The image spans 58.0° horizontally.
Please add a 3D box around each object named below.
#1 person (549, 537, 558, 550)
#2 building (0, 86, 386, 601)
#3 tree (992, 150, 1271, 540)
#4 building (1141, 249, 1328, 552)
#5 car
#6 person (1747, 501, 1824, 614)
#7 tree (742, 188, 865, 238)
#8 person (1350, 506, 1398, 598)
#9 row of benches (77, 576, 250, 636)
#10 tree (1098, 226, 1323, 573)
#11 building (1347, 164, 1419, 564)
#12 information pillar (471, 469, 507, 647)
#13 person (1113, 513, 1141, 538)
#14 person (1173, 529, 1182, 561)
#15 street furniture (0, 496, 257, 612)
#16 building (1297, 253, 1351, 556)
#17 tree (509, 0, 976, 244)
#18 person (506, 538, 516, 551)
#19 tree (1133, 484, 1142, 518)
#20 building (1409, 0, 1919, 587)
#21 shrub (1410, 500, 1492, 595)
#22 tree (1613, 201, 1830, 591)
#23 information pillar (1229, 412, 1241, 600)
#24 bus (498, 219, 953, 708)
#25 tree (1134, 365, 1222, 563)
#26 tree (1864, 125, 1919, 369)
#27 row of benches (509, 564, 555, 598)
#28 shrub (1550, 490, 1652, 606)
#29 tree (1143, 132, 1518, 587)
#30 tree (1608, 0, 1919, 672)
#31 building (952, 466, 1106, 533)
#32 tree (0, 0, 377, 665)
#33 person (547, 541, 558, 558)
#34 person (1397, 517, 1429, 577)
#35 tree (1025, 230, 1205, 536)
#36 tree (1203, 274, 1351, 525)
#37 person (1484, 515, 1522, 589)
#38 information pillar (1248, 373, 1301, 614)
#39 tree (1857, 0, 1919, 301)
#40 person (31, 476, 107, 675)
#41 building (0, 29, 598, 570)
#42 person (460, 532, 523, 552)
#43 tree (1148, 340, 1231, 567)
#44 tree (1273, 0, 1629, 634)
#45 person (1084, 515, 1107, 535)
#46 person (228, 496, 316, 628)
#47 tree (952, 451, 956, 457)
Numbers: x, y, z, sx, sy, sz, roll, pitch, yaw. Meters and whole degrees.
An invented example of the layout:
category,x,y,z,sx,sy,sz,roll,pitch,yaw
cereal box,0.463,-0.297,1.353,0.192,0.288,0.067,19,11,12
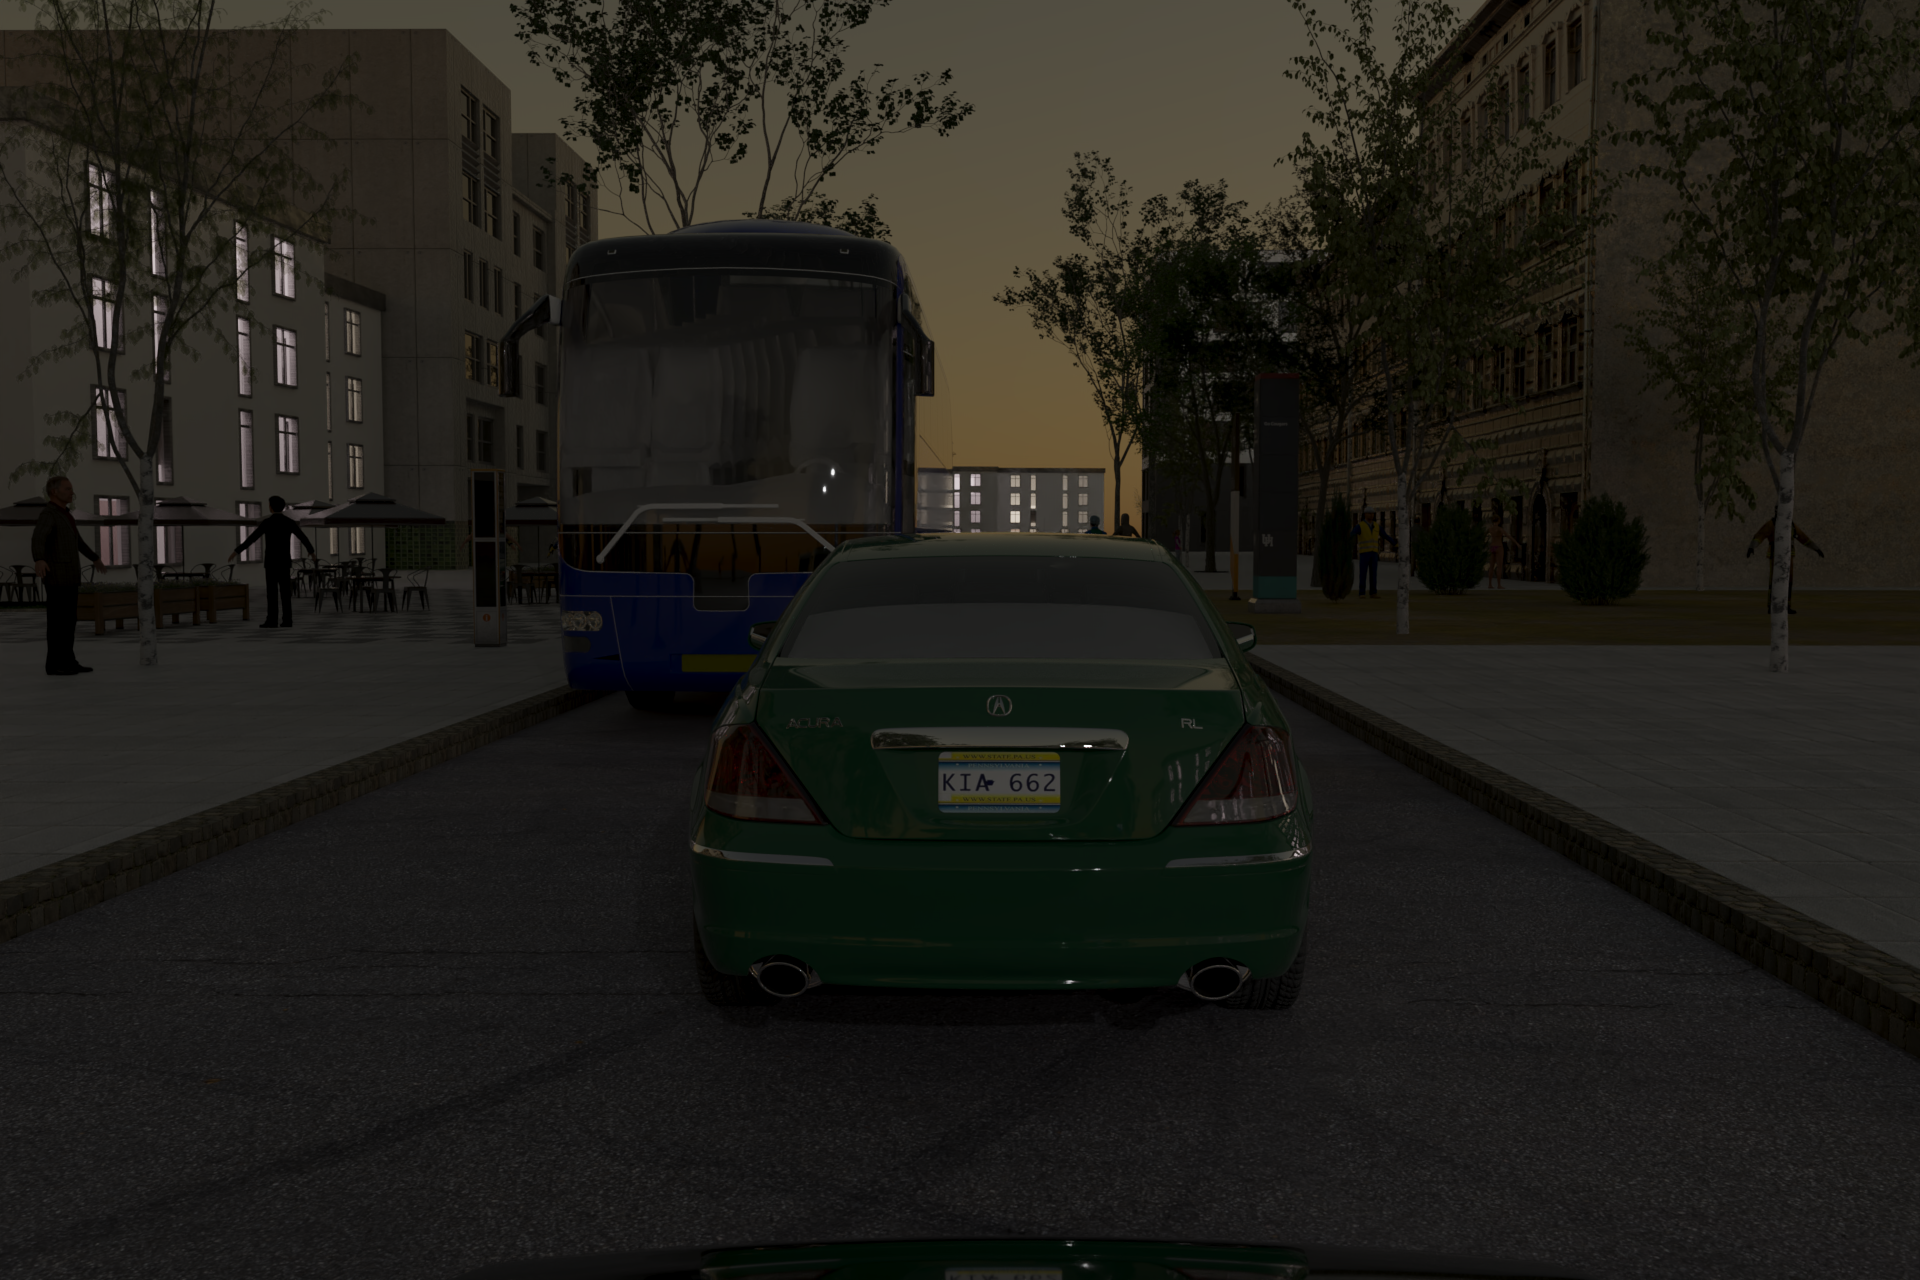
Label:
category,x,y,z,sx,sy,sz,roll,pitch,yaw
person,-8.932,-2.123,40.486,1.354,1.856,0.705,-1,4,-19
building,-21.442,-6.404,46.860,9.099,9.664,28.070,0,4,2
tree,8.391,-14.127,86.858,12.611,20.169,13.585,0,3,0
building,28.594,-18.156,140.817,27.936,21.610,32.646,0,4,2
car,0.158,0.314,6.667,2.131,1.459,4.920,0,4,1
person,13.191,-1.346,27.780,1.354,1.858,0.705,-1,4,-10
tree,-7.090,-9.678,64.886,9.857,13.997,8.962,0,3,0
person,8.152,-1.745,34.499,1.349,1.833,0.705,-1,4,-13
row of benches,-11.037,-0.507,23.746,1.422,0.672,4.104,0,4,4
tree,8.438,-8.065,57.619,9.928,11.665,9.643,0,3,0
building,28.629,-15.107,77.931,19.493,23.208,18.063,0,4,2
information pillar,-5.349,-0.929,19.687,0.304,2.012,0.304,0,4,2
person,4.194,-2.329,44.208,1.348,1.813,0.705,-2,4,-32
person,7.196,-2.904,56.743,0.599,1.433,0.991,0,4,5
street furniture,-26.139,-1.264,25.694,27.439,1.986,14.083,0,4,-4
building,29.821,-16.325,97.843,19.493,23.208,18.063,0,4,2
tree,-6.304,-11.821,49.170,12.611,20.169,13.585,0,3,0
person,-10.404,-2.022,38.989,0.705,1.837,1.347,-3,5,-41
tree,23.732,-16.012,212.165,4.360,8.622,3.978,0,3,0
building,24.679,-13.407,50.125,19.493,23.208,18.063,0,4,2
shrub,10.375,-1.967,36.585,1.690,2.028,1.600,0,3,0
tree,16.940,-5.409,38.800,4.737,8.622,4.395,0,3,0
information pillar,5.342,-2.586,33.640,0.183,3.616,0.504,0,4,0
bus,-1.488,-1.587,17.499,2.896,3.916,12.251,0,4,1
tree,9.431,-7.523,73.366,4.360,8.622,3.978,0,3,0
tree,16.650,-4.744,27.930,4.737,8.622,4.395,0,3,0
row of benches,-7.717,-1.292,36.587,1.422,0.672,4.104,2,4,35
shrub,11.541,-1.661,31.200,1.661,2.075,1.752,0,3,0
tree,8.575,-6.536,41.269,8.767,10.594,7.601,0,4,5
tree,7.851,-4.012,15.963,4.737,8.622,4.395,0,3,0
building,4.117,-16.579,215.673,28.070,9.664,9.099,0,4,-6
tree,-7.983,-4.044,16.483,4.360,8.622,3.978,0,3,0
person,-5.654,-1.216,26.350,1.216,1.772,0.721,-1,4,-17
person,13.732,-2.797,52.000,1.348,1.796,0.705,2,4,35
tree,11.190,-15.318,106.342,12.611,20.169,13.585,0,3,0
tree,8.437,-6.043,49.161,4.360,8.622,3.978,0,3,0
person,12.636,-2.072,40.678,0.721,1.733,1.217,-3,4,-38
information pillar,5.138,-2.374,28.194,0.750,3.857,0.750,0,4,1
tree,13.032,-4.380,21.973,4.360,8.622,3.978,0,3,0
person,-8.194,-0.592,15.853,0.705,1.807,1.348,0,4,-5
building,-26.161,-12.866,76.811,16.747,18.905,31.486,0,4,1
person,-10.189,-1.940,37.571,1.347,1.847,0.705,0,4,-3
tree,8.836,-7.106,66.544,4.737,8.622,4.395,0,3,0
tree,5.788,-4.370,21.815,4.737,8.622,4.395,0,3,0
person,2.767,-1.668,35.850,1.347,1.817,0.704,-1,4,-21
person,-9.374,-1.074,23.748,0.705,1.806,1.347,2,4,33
tree,-5.268,-12.184,109.570,12.009,13.543,11.850,0,3,0
